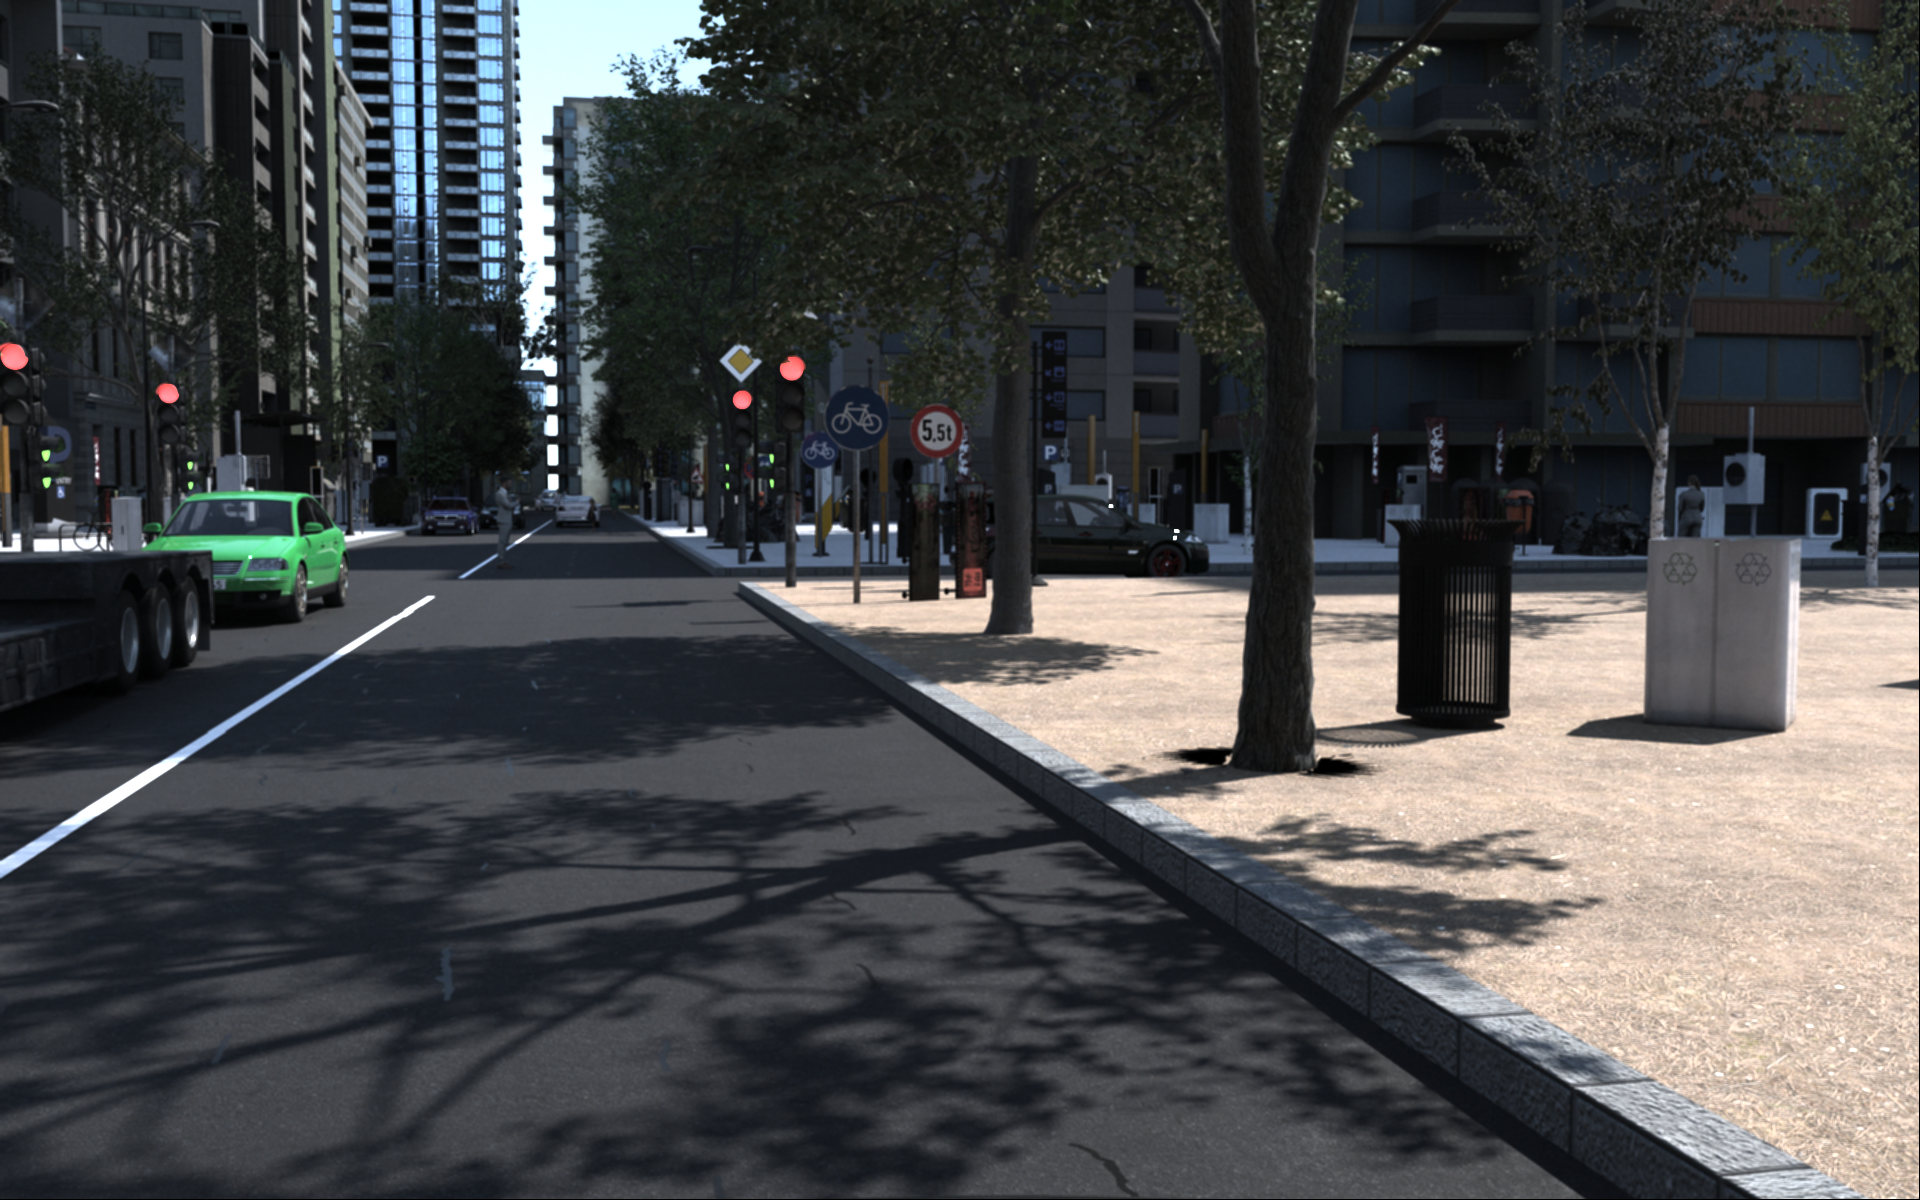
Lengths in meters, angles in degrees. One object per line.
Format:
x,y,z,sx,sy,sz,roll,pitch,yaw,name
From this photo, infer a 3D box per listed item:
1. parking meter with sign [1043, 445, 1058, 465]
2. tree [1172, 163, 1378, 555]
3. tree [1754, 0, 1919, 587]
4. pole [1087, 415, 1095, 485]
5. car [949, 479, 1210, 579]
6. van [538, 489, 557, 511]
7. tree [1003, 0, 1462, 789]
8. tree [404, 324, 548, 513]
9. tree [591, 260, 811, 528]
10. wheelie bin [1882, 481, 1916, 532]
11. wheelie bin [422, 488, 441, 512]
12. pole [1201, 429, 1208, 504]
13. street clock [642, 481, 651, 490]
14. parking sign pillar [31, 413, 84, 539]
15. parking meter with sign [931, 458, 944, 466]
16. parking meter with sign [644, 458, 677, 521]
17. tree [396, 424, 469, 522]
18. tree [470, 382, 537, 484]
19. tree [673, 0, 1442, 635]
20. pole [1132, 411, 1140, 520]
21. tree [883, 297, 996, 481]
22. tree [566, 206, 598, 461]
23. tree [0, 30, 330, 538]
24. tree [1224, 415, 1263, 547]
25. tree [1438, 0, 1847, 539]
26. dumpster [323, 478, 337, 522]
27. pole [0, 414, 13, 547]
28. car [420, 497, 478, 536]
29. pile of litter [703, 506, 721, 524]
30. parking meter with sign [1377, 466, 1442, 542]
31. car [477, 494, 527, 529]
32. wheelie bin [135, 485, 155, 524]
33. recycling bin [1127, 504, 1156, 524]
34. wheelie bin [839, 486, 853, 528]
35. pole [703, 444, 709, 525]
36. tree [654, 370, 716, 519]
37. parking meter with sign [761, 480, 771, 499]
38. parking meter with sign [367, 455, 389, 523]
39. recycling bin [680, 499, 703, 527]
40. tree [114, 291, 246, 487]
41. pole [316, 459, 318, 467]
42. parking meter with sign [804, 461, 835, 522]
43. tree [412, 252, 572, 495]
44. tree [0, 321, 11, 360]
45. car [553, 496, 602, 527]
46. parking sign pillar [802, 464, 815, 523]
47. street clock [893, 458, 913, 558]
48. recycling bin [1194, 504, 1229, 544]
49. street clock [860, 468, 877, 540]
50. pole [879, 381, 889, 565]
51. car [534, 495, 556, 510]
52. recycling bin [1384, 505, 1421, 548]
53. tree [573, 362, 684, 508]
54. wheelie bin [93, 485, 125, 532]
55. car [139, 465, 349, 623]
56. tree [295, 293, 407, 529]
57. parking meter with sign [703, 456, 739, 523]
3.184,-3.934,60.576,0.543,3.016,1.738,0,4,1,parking meter with sign
6.157,-5.236,35.965,4.737,8.622,4.395,0,3,0,tree
12.670,-4.473,23.494,4.737,8.622,4.395,0,3,0,tree
3.385,-3.110,44.690,0.158,3.312,0.155,0,3,0,pole
1.920,-1.113,27.981,4.222,1.686,2.009,-1,4,-11,car
-35.079,-8.644,148.341,2.013,2.044,4.112,-1,4,-13,van
1.446,-5.009,7.648,9.928,11.665,9.643,0,3,0,tree
-32.810,-12.261,117.482,9.611,12.733,9.660,0,3,0,tree
-9.117,-7.986,64.985,7.601,10.594,8.767,-2,4,-24,tree
23.119,-2.126,42.665,0.693,1.594,0.980,2,4,34,wheelie bin
-26.475,-4.824,86.772,0.980,1.594,0.693,2,4,29,wheelie bin
7.684,-3.707,54.461,0.158,3.312,0.155,0,3,0,pole
-17.662,-5.697,97.723,0.471,2.002,0.358,-3,5,-44,street clock
-26.124,-3.758,49.909,1.447,3.967,1.447,0,4,6,parking sign pillar
-1.052,-4.917,76.661,0.543,3.016,1.738,0,4,4,parking meter with sign
-14.272,-5.335,83.488,1.738,3.016,0.543,0,4,7,parking meter with sign
-24.731,-5.970,81.319,4.285,4.588,4.351,0,3,0,tree
-43.173,-14.919,162.059,7.486,12.596,7.792,0,3,0,tree
0.830,-5.977,15.848,7.486,12.596,7.792,0,3,0,tree
4.329,-2.989,42.713,0.158,3.312,0.155,0,3,0,pole
-0.844,-6.770,61.055,4.737,8.622,4.395,0,3,0,tree
-7.577,-8.071,50.088,7.486,12.596,7.792,0,3,0,tree
-16.542,-6.168,35.253,7.601,10.594,8.767,2,4,26,tree
7.440,-2.932,42.532,1.663,3.219,1.824,0,3,0,tree
7.691,-4.211,19.213,4.360,8.622,3.978,0,3,0,tree
-21.196,-3.119,56.746,1.264,1.857,1.865,-1,4,-12,dumpster
-22.932,-2.920,41.588,0.158,3.312,0.155,0,3,0,pole
-17.877,-2.944,60.716,1.945,1.354,3.894,-1,4,-12,car
-10.115,-3.635,73.400,1.719,0.858,1.176,3,4,38,pile of litter
12.175,-3.089,46.768,1.738,3.016,0.543,0,4,-4,parking meter with sign
-18.983,-3.799,71.905,2.009,1.686,4.222,-1,4,-12,car
-28.587,-3.242,60.918,0.693,1.594,0.980,-3,4,-37,wheelie bin
4.740,-2.001,45.266,0.722,1.027,0.722,1,4,8,recycling bin
-4.203,-3.526,65.554,0.693,1.594,0.980,-1,4,-14,wheelie bin
-10.354,-4.700,70.695,0.158,3.312,0.155,0,3,0,pole
-14.584,-8.465,88.762,4.737,8.622,4.395,0,3,0,tree
-10.415,-5.922,93.081,0.543,3.016,1.738,-1,4,-14,parking meter with sign
-25.939,-4.946,77.133,0.543,3.016,1.738,0,4,-2,parking meter with sign
-10.605,-3.416,68.410,0.722,1.027,0.722,1,4,14,recycling bin
-28.826,-6.952,64.031,4.737,8.622,4.395,0,3,0,tree
-37.674,-6.577,101.378,0.158,3.312,0.155,0,3,0,pole
-6.505,-5.174,80.858,1.738,3.016,0.543,3,5,44,parking meter with sign
-34.667,-16.977,133.464,12.611,20.169,13.585,0,3,0,tree
-11.425,-2.067,17.510,4.285,4.588,4.351,0,3,0,tree
-16.752,-3.886,75.898,2.083,1.381,4.827,-1,4,-12,car
-6.329,-5.370,76.278,1.447,3.967,1.447,2,4,27,parking sign pillar
-1.150,-1.855,34.902,0.358,2.002,0.471,2,4,26,street clock
6.557,-1.994,45.151,0.722,1.027,0.722,2,4,31,recycling bin
-2.575,-2.691,48.572,0.471,2.002,0.358,0,4,1,street clock
-1.379,-2.292,31.321,0.158,3.312,0.155,0,3,0,pole
-37.211,-8.767,155.699,2.083,1.381,4.827,-1,4,-13,car
10.588,-1.766,41.432,0.722,1.027,0.722,2,4,25,recycling bin
-30.160,-15.177,158.508,12.009,13.543,11.850,0,3,0,tree
-29.104,-3.143,59.297,0.980,1.594,0.693,-2,4,-31,wheelie bin
-8.458,-0.718,20.538,1.959,1.807,4.718,-1,4,-10,car
-22.268,-6.928,63.636,4.737,8.622,4.395,0,3,0,tree
-10.717,-5.042,78.695,1.738,3.016,0.543,-2,4,-26,parking meter with sign
